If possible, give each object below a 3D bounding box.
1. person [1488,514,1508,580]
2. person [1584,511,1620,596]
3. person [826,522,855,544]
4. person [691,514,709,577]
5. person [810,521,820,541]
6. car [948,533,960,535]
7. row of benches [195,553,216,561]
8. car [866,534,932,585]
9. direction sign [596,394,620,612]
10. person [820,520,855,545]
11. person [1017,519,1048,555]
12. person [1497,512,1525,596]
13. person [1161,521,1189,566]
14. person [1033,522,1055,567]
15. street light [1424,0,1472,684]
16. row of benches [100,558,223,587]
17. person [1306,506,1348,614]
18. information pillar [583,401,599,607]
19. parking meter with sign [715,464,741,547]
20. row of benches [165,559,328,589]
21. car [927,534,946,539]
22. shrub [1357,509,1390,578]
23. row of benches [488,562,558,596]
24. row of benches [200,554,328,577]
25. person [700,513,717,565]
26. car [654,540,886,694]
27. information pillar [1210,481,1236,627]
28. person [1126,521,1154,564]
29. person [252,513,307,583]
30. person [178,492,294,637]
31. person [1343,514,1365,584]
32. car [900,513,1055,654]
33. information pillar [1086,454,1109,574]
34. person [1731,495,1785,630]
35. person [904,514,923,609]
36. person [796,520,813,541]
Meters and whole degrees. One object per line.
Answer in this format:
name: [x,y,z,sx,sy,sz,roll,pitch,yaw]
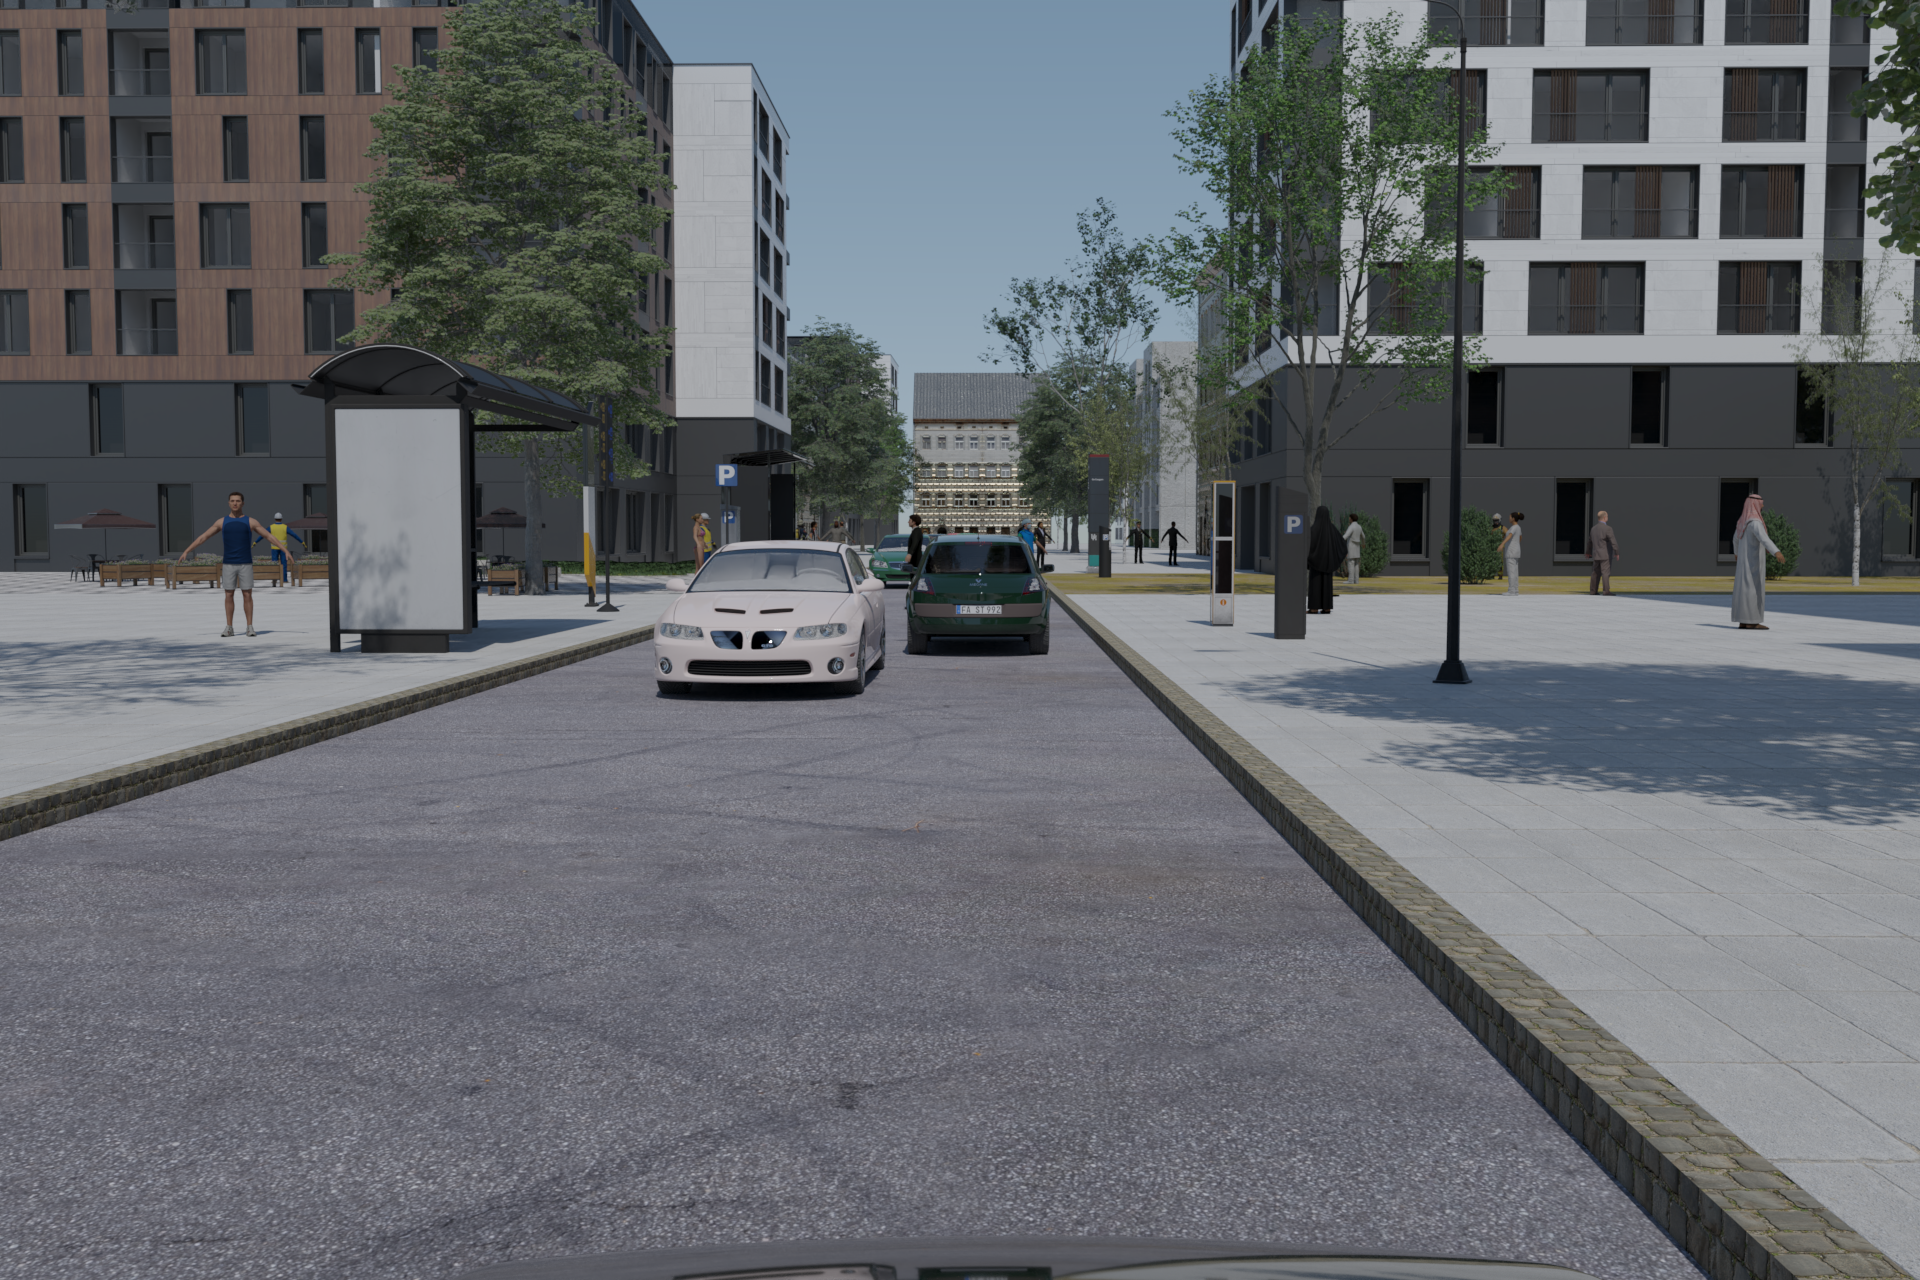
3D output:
person: [15.074,-2.625,48.689,1.354,1.858,0.705,3,5,39]
person: [13.396,-1.803,36.072,0.434,1.755,0.990,-1,4,-18]
person: [-4.954,-4.042,72.360,1.348,1.796,0.705,-2,4,-29]
person: [-5.722,-1.938,38.483,0.721,1.733,1.217,0,4,0]
person: [-6.186,-4.142,73.858,0.704,1.843,1.345,1,4,13]
car: [-0.312,-7.608,133.437,2.155,1.783,4.494,0,4,1]
row of benches: [-23.985,-2.426,55.127,1.422,0.672,4.104,-2,4,-24]
car: [-1.445,-2.162,47.148,2.131,1.459,4.920,0,4,1]
direction sign: [-5.821,-2.235,28.538,0.379,3.537,0.876,0,4,2]
person: [-4.533,-3.518,63.644,1.348,1.813,0.705,0,4,2]
person: [1.698,-2.135,43.494,0.704,1.817,1.347,3,5,42]
person: [11.430,-1.790,36.042,0.721,1.739,1.217,2,4,35]
person: [8.664,-3.915,70.241,1.346,1.802,0.704,3,5,42]
person: [3.020,-3.485,63.693,1.216,1.740,0.721,-3,5,-39]
street light: [4.794,-2.582,14.763,1.470,5.913,1.316,0,4,1]
row of benches: [-19.860,-1.739,43.894,1.422,0.672,4.104,1,4,22]
person: [5.744,-1.284,27.788,1.214,1.737,0.721,-2,4,-27]
information pillar: [-6.514,-2.390,30.438,0.183,3.616,0.504,0,4,2]
parking meter with sign: [-5.819,-2.926,44.106,0.543,3.016,1.738,0,3,0]
row of benches: [-16.801,-1.597,41.576,4.104,0.672,1.422,-3,4,-38]
car: [-1.191,-4.717,86.905,2.009,1.686,4.222,0,4,1]
shrub: [11.877,-2.851,51.028,1.690,2.028,1.600,0,3,0]
row of benches: [-9.503,-1.362,37.724,1.422,0.672,4.104,0,4,-1]
row of benches: [-20.534,-2.202,51.460,4.104,0.672,1.422,-3,5,-43]
person: [-5.902,-2.089,40.627,0.721,1.772,1.216,0,4,6]
car: [-1.750,-0.286,17.030,2.083,1.381,4.827,0,4,1]
information pillar: [3.648,-1.198,24.074,0.304,2.012,0.304,0,4,1]
person: [7.714,-4.206,74.696,1.347,1.837,0.705,-1,4,-14]
person: [-17.794,-2.404,45.268,1.349,1.833,0.705,-1,4,-20]
person: [-9.029,-0.947,21.644,1.345,1.807,0.704,-1,4,-16]
person: [10.092,-2.348,44.568,0.705,1.806,1.347,3,5,45]
car: [0.225,-0.748,22.013,2.009,1.686,4.222,0,4,0]
information pillar: [4.516,-4.107,56.533,0.750,3.857,0.750,0,4,0]
person: [10.686,-1.050,23.307,0.704,1.811,1.347,0,4,1]
person: [-0.887,-1.488,32.967,0.705,1.806,1.347,0,4,2]
person: [-6.507,-3.994,71.079,1.354,1.856,0.705,3,5,43]
